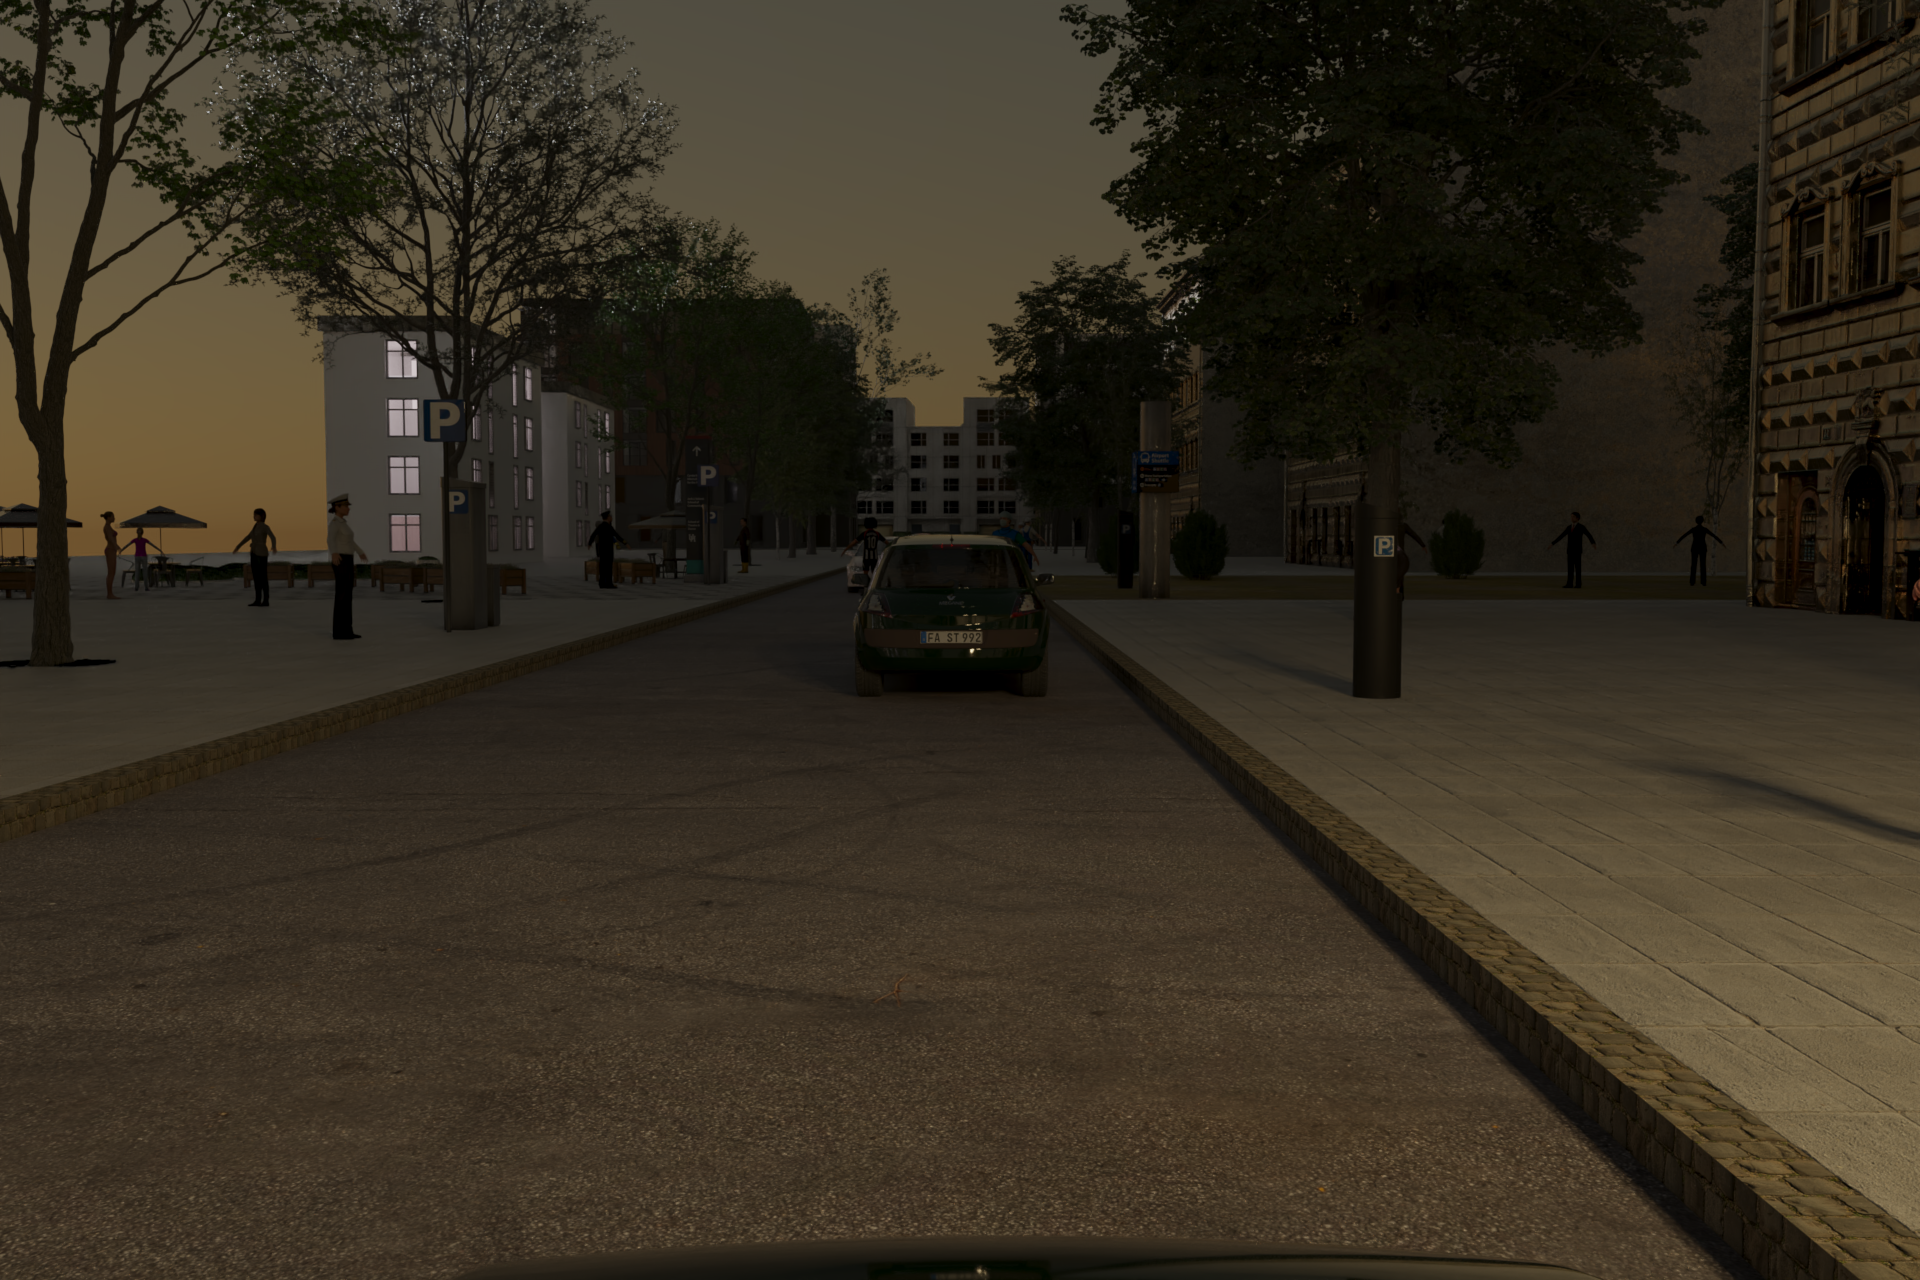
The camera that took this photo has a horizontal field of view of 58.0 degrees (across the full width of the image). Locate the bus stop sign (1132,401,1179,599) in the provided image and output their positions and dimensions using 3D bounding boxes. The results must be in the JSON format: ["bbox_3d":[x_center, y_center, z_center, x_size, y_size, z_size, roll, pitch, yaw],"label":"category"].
[{"bbox_3d":[3.902,-2.790,34.636,0.837,3.901,0.837,0,4,-2],"label":"bus stop sign"}]

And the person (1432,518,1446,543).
[{"bbox_3d":[16.003,-3.111,57.050,0.705,1.806,1.347,-2,4,-35],"label":"person"}]

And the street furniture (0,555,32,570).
[{"bbox_3d":[-31.860,-2.800,52.634,9.812,1.723,11.010,1,4,9],"label":"street furniture"}]

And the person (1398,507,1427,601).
[{"bbox_3d":[8.287,-1.644,33.057,1.348,1.807,0.705,0,4,-4],"label":"person"}]

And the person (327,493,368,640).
[{"bbox_3d":[-7.458,-0.898,21.138,0.721,1.778,1.216,0,4,-3],"label":"person"}]

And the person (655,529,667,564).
[{"bbox_3d":[-11.888,-3.889,69.849,0.705,1.796,1.348,-3,4,-38],"label":"person"}]

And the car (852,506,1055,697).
[{"bbox_3d":[-0.066,-0.419,16.630,2.009,1.686,4.222,0,4,0],"label":"car"}]

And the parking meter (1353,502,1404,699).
[{"bbox_3d":[3.284,-0.318,13.607,0.372,1.533,0.369,0,3,0],"label":"parking meter"}]

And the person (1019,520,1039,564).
[{"bbox_3d":[2.685,-4.000,71.185,1.354,1.856,0.705,-3,5,-43],"label":"person"}]

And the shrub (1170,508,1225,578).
[{"bbox_3d":[6.914,-2.847,50.591,1.661,2.075,1.752,0,3,0],"label":"shrub"}]

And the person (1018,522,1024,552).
[{"bbox_3d":[2.360,-3.861,69.596,0.721,1.772,1.216,0,4,-7],"label":"person"}]

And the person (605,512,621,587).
[{"bbox_3d":[-8.531,-2.210,42.104,0.705,1.833,1.349,-2,4,-26],"label":"person"}]

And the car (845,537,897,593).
[{"bbox_3d":[-1.826,-1.926,43.856,2.083,1.381,4.827,0,4,0],"label":"car"}]

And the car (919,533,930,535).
[{"bbox_3d":[-2.897,-7.679,134.593,2.155,1.783,4.494,0,3,0],"label":"car"}]

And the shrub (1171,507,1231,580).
[{"bbox_3d":[6.697,-2.674,48.139,1.690,2.028,1.600,0,3,0],"label":"shrub"}]

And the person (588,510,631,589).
[{"bbox_3d":[-8.281,-2.123,40.641,1.347,1.837,0.705,2,4,33],"label":"person"}]

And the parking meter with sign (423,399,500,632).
[{"bbox_3d":[-6.649,-1.655,23.324,0.543,3.016,1.738,0,4,1],"label":"parking meter with sign"}]

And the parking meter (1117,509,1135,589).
[{"bbox_3d":[3.909,-2.142,40.735,0.399,1.863,0.255,0,4,0],"label":"parking meter"}]

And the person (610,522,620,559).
[{"bbox_3d":[-14.878,-4.114,73.485,0.704,1.802,1.346,2,4,32],"label":"person"}]

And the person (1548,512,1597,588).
[{"bbox_3d":[14.541,-2.131,41.033,0.705,1.806,1.347,-2,4,-33],"label":"person"}]

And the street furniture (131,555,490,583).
[{"bbox_3d":[-18.012,-2.073,49.516,10.072,0.657,5.734,-1,4,-19],"label":"street furniture"}]

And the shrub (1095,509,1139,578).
[{"bbox_3d":[4.781,-2.857,51.126,1.690,2.028,1.600,0,3,0],"label":"shrub"}]

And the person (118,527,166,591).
[{"bbox_3d":[-18.368,-1.810,38.863,0.991,1.433,0.599,-1,4,-16],"label":"person"}]

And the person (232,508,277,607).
[{"bbox_3d":[-12.457,-1.460,30.637,1.215,1.744,0.721,2,4,34],"label":"person"}]

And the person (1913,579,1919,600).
[{"bbox_3d":[3.916,-0.010,6.652,0.568,1.767,0.683,-1,4,-8],"label":"person"}]

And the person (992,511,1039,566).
[{"bbox_3d":[0.751,-1.267,29.302,1.347,1.817,0.704,2,4,26],"label":"person"}]

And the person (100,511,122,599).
[{"bbox_3d":[-16.753,-1.684,34.339,0.721,1.733,1.217,-2,4,-31],"label":"person"}]

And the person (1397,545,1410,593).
[{"bbox_3d":[5.812,-0.884,23.732,0.697,1.427,0.421,0,4,-2],"label":"person"}]

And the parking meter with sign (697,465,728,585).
[{"bbox_3d":[-6.297,-2.944,44.392,0.543,3.016,1.738,0,4,2],"label":"parking meter with sign"}]

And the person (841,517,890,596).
[{"bbox_3d":[-2.080,-1.923,40.035,1.345,1.843,0.704,-1,4,-17],"label":"person"}]

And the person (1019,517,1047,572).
[{"bbox_3d":[2.307,-3.231,58.681,1.347,1.847,0.705,2,4,28],"label":"person"}]

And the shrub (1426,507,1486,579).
[{"bbox_3d":[14.144,-2.774,49.392,1.661,2.075,1.752,0,3,0],"label":"shrub"}]

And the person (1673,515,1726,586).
[{"bbox_3d":[18.313,-2.213,42.900,1.216,1.740,0.721,2,4,29],"label":"person"}]

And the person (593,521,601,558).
[{"bbox_3d":[-14.510,-3.869,69.391,0.705,1.813,1.348,0,3,0],"label":"person"}]

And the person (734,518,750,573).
[{"bbox_3d":[-7.096,-3.094,56.725,0.704,1.812,1.346,-2,4,-26],"label":"person"}]
